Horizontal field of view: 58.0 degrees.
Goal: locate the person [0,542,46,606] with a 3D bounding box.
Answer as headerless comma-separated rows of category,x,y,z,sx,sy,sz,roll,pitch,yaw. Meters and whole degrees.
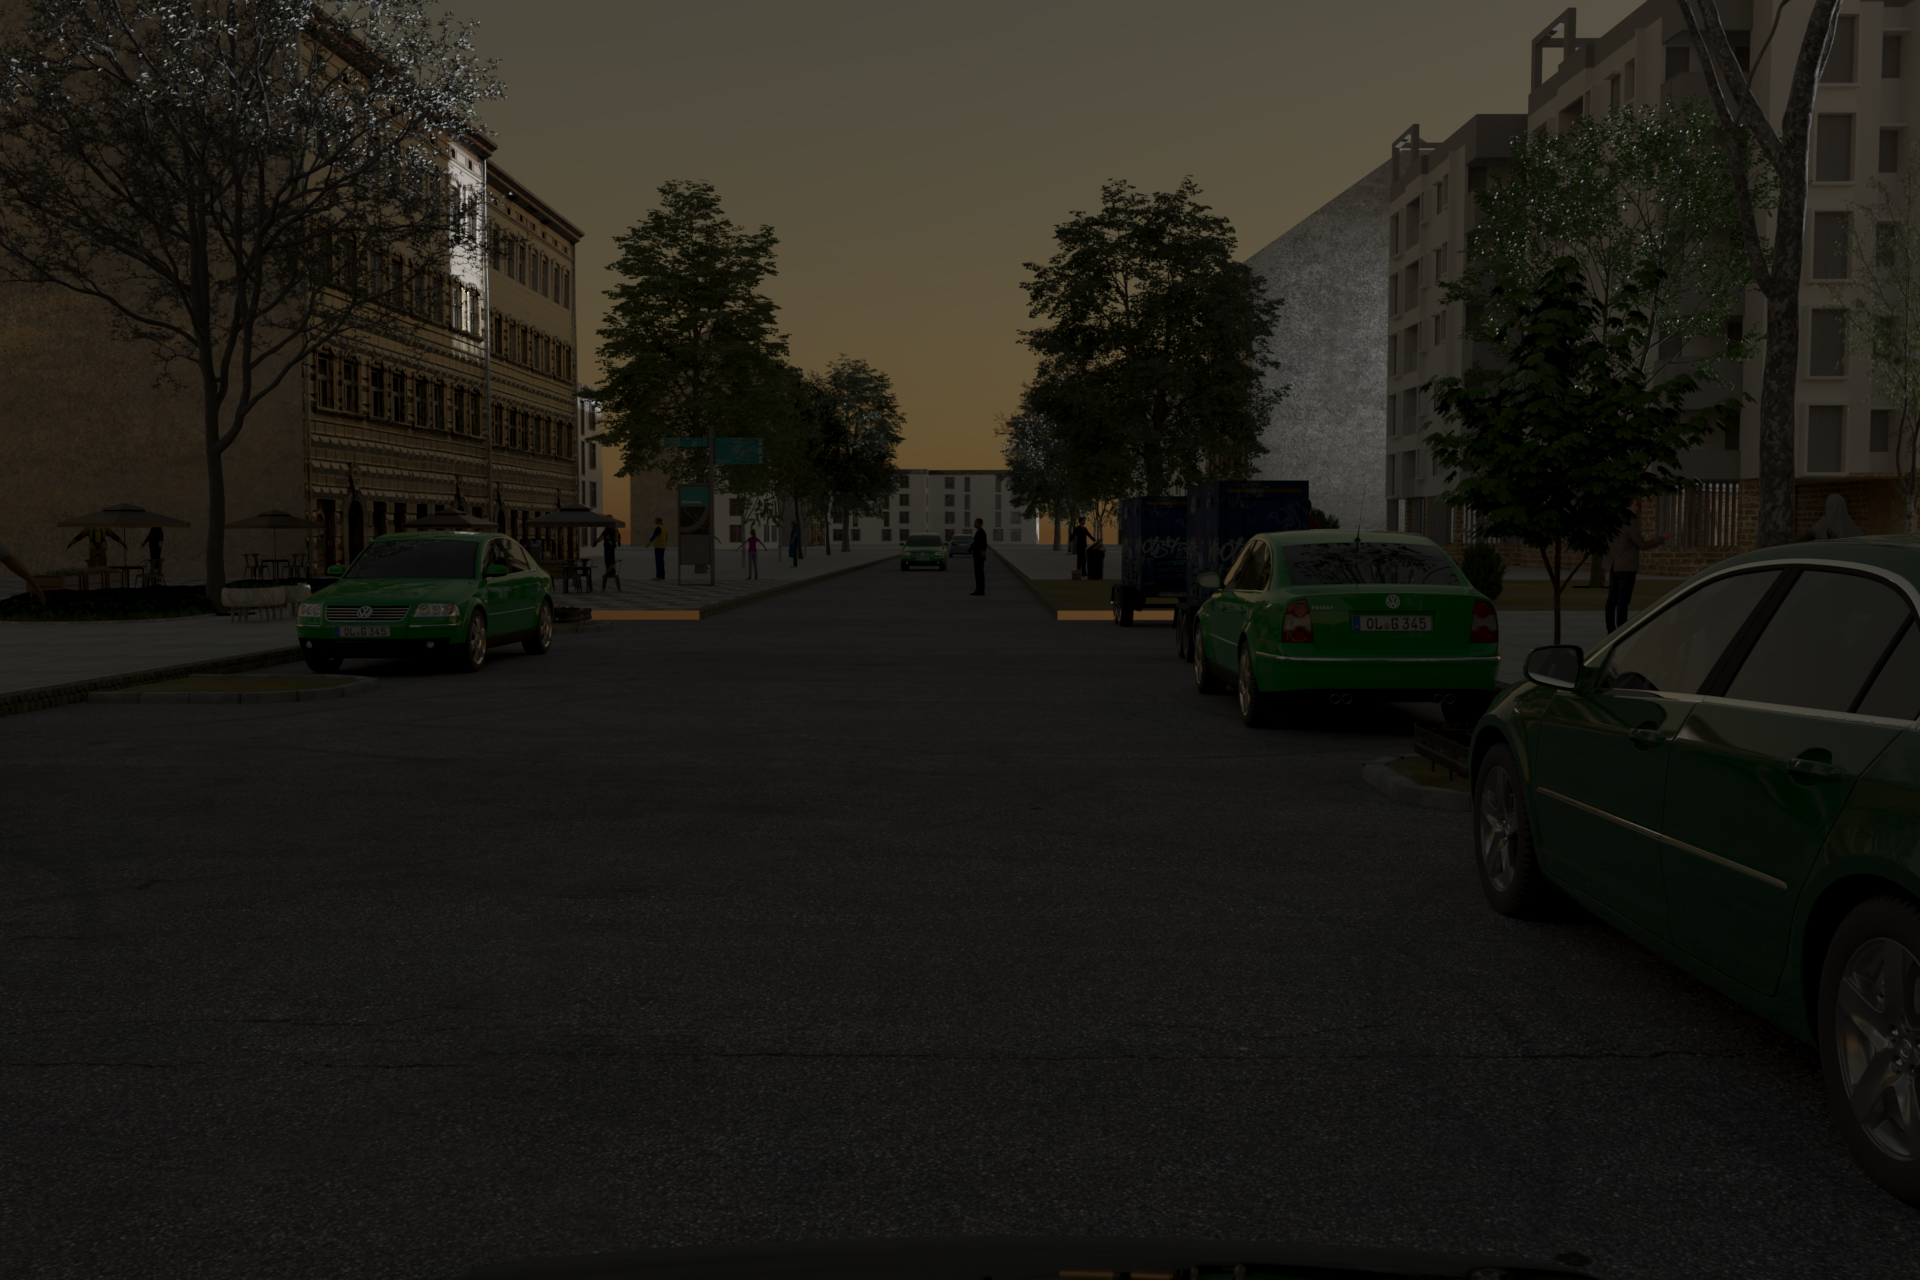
person,-7.221,-0.250,12.400,0.705,1.847,1.347,3,5,40

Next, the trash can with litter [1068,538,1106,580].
trash can with litter,3.558,-2.275,48.590,1.055,1.170,0.624,0,4,-1

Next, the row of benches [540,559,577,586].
row of benches,-11.303,-1.646,42.371,4.104,0.672,1.422,-1,4,-17

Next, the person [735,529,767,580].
person,-5.881,-2.424,48.901,0.991,1.433,0.599,-2,4,-34

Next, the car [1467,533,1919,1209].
car,2.916,0.410,5.089,2.131,1.459,4.920,0,4,0

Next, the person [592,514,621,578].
person,-10.239,-2.736,50.505,0.705,1.856,1.354,1,4,23

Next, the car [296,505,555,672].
car,-5.845,-0.645,19.349,1.959,1.807,4.718,0,4,1

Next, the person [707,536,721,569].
person,-9.372,-3.483,63.083,1.345,1.843,0.704,-1,4,-21

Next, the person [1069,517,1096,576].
person,3.727,-2.842,52.651,1.347,1.806,0.705,-3,5,-45

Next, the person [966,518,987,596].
person,0.420,-1.939,40.384,0.704,1.802,1.346,-1,4,-16

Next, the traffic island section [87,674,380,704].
traffic island section,-6.388,0.443,15.627,1.991,0.108,1.994,0,4,1

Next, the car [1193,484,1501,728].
car,2.999,-0.329,14.167,1.959,1.807,4.718,0,4,0

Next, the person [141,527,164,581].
person,-21.741,-2.482,46.723,0.704,1.812,1.346,-3,5,-45

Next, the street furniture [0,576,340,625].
street furniture,-11.625,-0.837,29.313,5.734,0.657,10.072,1,4,10

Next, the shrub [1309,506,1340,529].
shrub,7.913,-2.150,39.571,1.690,2.028,1.600,0,3,0

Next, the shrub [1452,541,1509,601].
shrub,9.609,-1.277,31.995,1.383,1.207,1.383,0,3,0

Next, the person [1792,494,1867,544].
person,9.917,-0.796,19.786,1.217,1.736,0.721,0,4,-4

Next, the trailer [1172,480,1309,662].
trailer,3.231,-0.813,20.342,1.471,1.999,3.904,0,4,0

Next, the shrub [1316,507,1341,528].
shrub,9.975,-2.667,48.020,1.690,2.028,1.600,0,3,0

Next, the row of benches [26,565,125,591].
row of benches,-16.389,-1.027,32.252,1.422,0.672,4.104,-1,4,-12

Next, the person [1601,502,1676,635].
person,8.211,-0.883,21.003,0.750,1.759,0.617,0,4,1

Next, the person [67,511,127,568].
person,-21.367,-2.272,42.908,1.354,1.858,0.705,-2,4,-30

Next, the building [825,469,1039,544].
building,-3.935,-17.063,223.587,28.070,9.664,9.099,0,4,6

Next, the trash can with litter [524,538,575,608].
trash can with litter,-6.990,-1.108,29.172,1.678,1.210,2.233,0,4,1

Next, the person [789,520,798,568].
person,-6.376,-3.684,66.366,0.704,1.817,1.347,0,4,-5

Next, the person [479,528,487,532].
person,-15.675,-3.091,57.340,0.721,1.733,1.217,1,4,15

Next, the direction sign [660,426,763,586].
direction sign,-6.121,-3.340,43.370,2.525,3.948,1.411,0,4,1

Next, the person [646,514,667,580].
person,-8.405,-2.587,48.273,0.705,1.833,1.349,1,4,12

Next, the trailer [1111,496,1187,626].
trailer,3.158,-1.274,27.877,1.471,1.999,3.904,0,4,-1

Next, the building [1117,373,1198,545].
building,27.702,-20.208,196.856,16.747,18.905,31.486,0,4,0

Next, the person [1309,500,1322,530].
person,4.934,-1.157,25.033,0.704,1.816,1.345,-2,4,-27

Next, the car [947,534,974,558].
car,0.178,-5.796,106.766,2.014,1.417,4.499,0,3,0

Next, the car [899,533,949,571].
car,-1.420,-3.677,68.910,1.959,1.807,4.718,0,4,1
